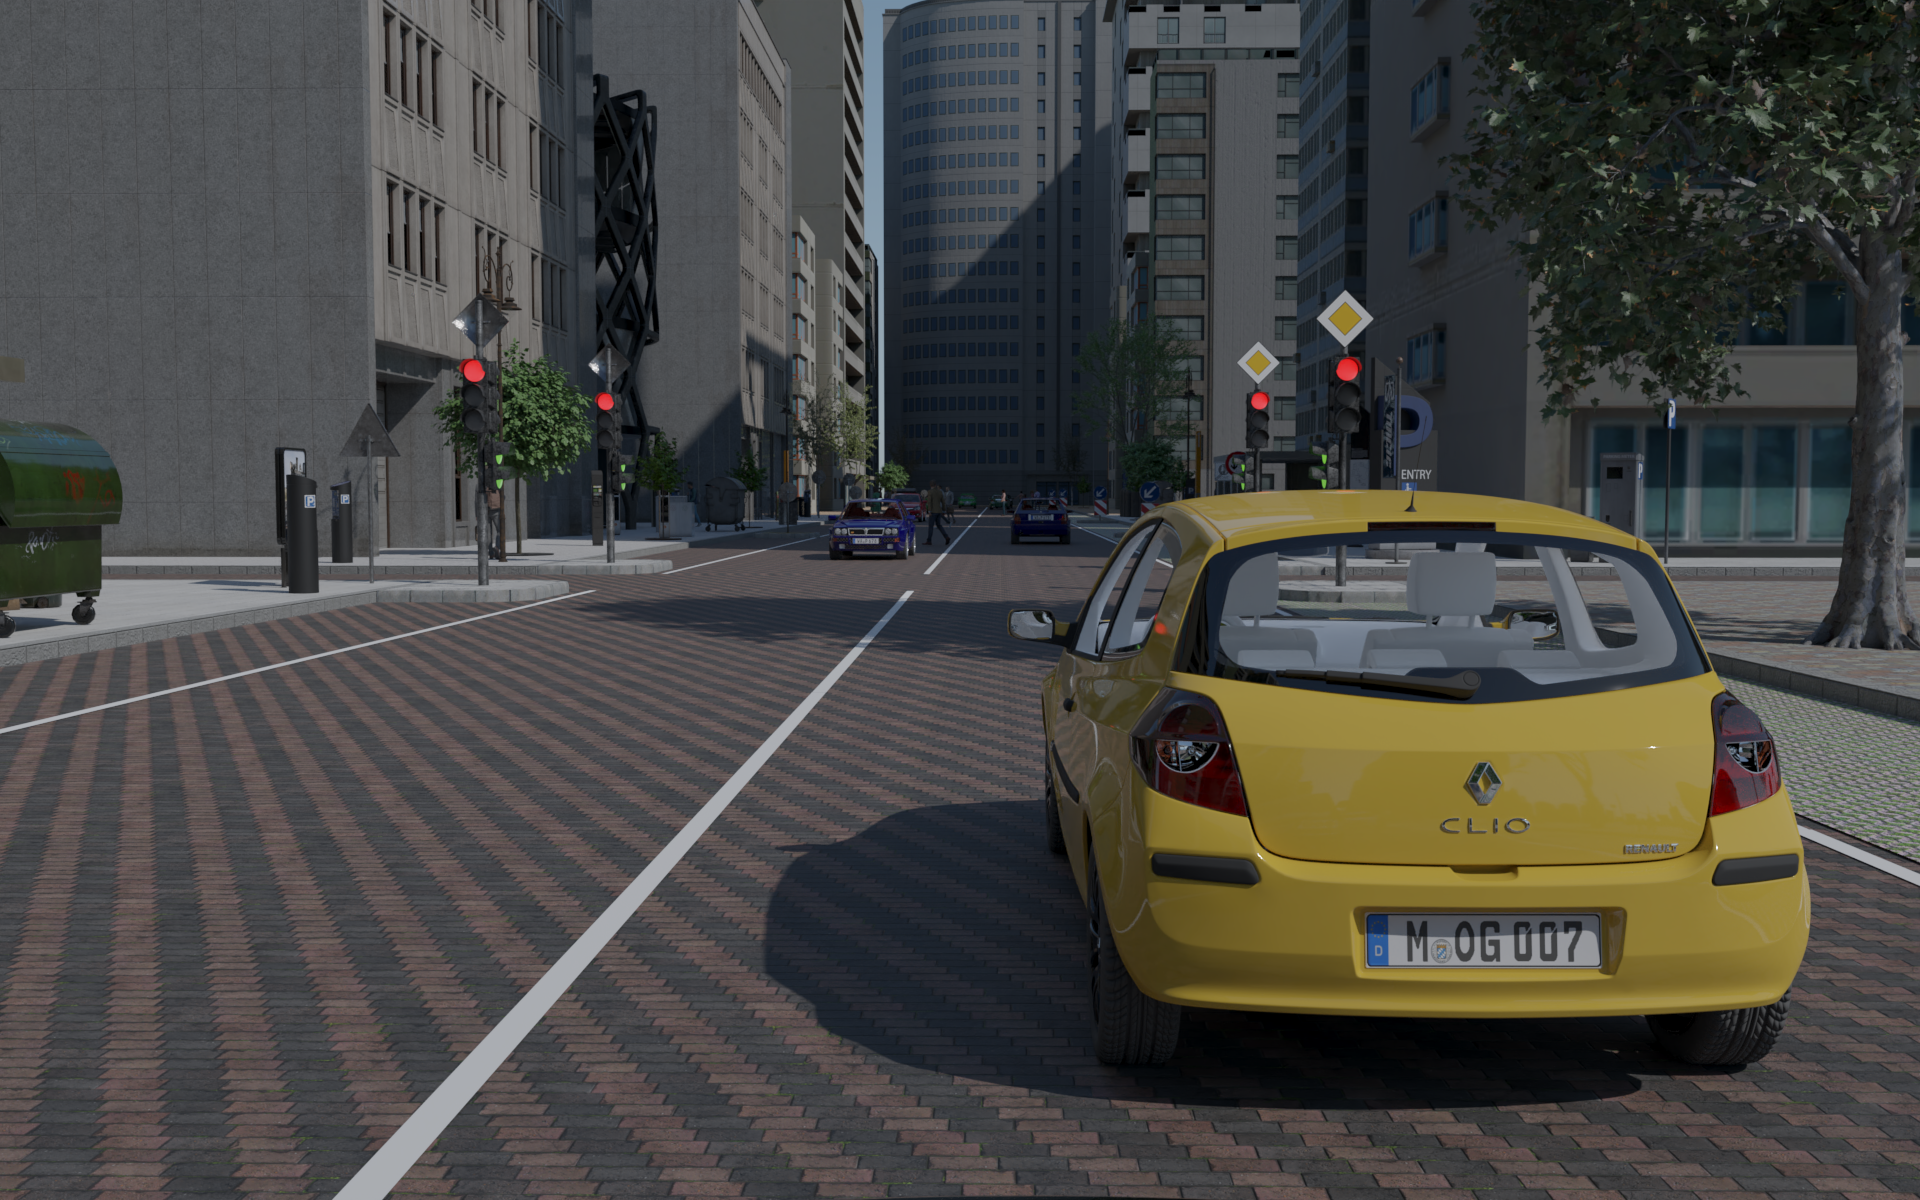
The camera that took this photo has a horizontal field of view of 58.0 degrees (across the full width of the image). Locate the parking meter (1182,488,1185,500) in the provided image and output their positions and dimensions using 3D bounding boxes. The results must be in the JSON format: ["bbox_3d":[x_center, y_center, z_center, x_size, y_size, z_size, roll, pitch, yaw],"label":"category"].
[{"bbox_3d":[8.796,-3.596,67.199,0.372,1.533,0.369,0,3,0],"label":"parking meter"}]

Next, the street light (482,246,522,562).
[{"bbox_3d":[-8.624,-3.652,32.505,0.468,5.910,1.993,0,4,1],"label":"street light"}]

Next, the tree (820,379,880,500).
[{"bbox_3d":[-6.895,-9.777,110.223,4.737,8.622,4.395,0,3,0],"label":"tree"}]

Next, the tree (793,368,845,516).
[{"bbox_3d":[-8.418,-9.147,99.920,4.360,8.622,3.978,0,3,0],"label":"tree"}]

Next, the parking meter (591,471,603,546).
[{"bbox_3d":[-8.976,-2.273,42.870,0.255,1.863,0.399,-1,4,-15],"label":"parking meter"}]

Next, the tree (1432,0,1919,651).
[{"bbox_3d":[7.798,-5.959,14.446,9.611,12.733,9.660,0,3,0],"label":"tree"}]

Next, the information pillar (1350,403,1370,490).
[{"bbox_3d":[9.617,-3.079,41.700,0.504,3.616,0.183,3,4,38],"label":"information pillar"}]

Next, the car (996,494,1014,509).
[{"bbox_3d":[4.407,-9.954,172.529,2.009,1.686,4.222,0,4,1],"label":"car"}]

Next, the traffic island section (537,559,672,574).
[{"bbox_3d":[-6.539,-0.616,32.348,2.009,0.180,2.903,0,4,1],"label":"traffic island section"}]

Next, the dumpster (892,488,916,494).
[{"bbox_3d":[-4.128,-7.336,128.160,1.865,1.857,1.264,0,4,1],"label":"dumpster"}]

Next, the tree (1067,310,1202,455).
[{"bbox_3d":[9.976,-10.602,99.104,9.928,11.665,9.643,0,3,0],"label":"tree"}]

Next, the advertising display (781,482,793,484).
[{"bbox_3d":[-8.964,-5.175,89.826,0.123,1.923,0.974,2,4,26],"label":"advertising display"}]

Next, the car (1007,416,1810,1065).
[{"bbox_3d":[1.178,0.272,5.778,2.015,1.641,3.980,0,4,0],"label":"car"}]

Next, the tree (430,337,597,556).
[{"bbox_3d":[-9.316,-3.219,36.344,4.285,4.588,4.351,0,3,0],"label":"tree"}]

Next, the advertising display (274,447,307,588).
[{"bbox_3d":[-9.292,-1.155,24.099,0.123,1.923,0.974,0,4,-3],"label":"advertising display"}]

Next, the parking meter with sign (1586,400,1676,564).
[{"bbox_3d":[12.292,-2.198,32.199,1.738,3.016,0.543,2,4,35],"label":"parking meter with sign"}]

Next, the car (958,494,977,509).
[{"bbox_3d":[0.739,-9.956,171.573,1.959,1.807,4.718,0,4,1],"label":"car"}]

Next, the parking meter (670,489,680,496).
[{"bbox_3d":[-10.386,-3.341,63.031,0.372,1.533,0.369,0,3,0],"label":"parking meter"}]

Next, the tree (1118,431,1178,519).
[{"bbox_3d":[9.883,-6.525,90.392,4.285,4.588,4.351,0,3,0],"label":"tree"}]

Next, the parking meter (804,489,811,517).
[{"bbox_3d":[-8.406,-5.326,95.485,0.372,1.533,0.369,0,3,0],"label":"parking meter"}]

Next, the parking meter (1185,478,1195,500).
[{"bbox_3d":[8.002,-3.324,60.056,0.399,1.863,0.255,1,4,13],"label":"parking meter"}]

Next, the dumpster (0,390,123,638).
[{"bbox_3d":[-9.002,-0.833,16.115,1.502,2.255,1.985,0,4,1],"label":"dumpster"}]

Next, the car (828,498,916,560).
[{"bbox_3d":[-1.948,-1.619,39.050,1.945,1.354,3.894,0,4,2],"label":"car"}]

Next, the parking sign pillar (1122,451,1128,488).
[{"bbox_3d":[10.567,-7.178,105.825,1.447,3.967,1.447,2,4,30],"label":"parking sign pillar"}]

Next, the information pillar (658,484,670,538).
[{"bbox_3d":[-8.548,-2.786,50.036,0.304,2.012,0.304,-1,4,-13],"label":"information pillar"}]

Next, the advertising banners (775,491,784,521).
[{"bbox_3d":[-8.562,-5.314,83.078,0.090,3.025,2.074,1,4,10],"label":"advertising banners"}]

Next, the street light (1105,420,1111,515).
[{"bbox_3d":[9.123,-8.190,106.689,0.468,5.910,1.993,0,4,1],"label":"street light"}]

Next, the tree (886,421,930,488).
[{"bbox_3d":[-5.439,-13.647,173.486,4.360,8.622,3.978,0,3,0],"label":"tree"}]

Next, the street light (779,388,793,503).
[{"bbox_3d":[-7.595,-6.314,76.022,0.468,5.910,1.993,0,4,1],"label":"street light"}]

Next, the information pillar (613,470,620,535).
[{"bbox_3d":[-10.778,-3.022,53.900,0.304,2.012,0.304,-2,4,-33],"label":"information pillar"}]

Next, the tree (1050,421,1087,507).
[{"bbox_3d":[11.186,-13.671,173.877,4.360,8.622,3.978,0,3,0],"label":"tree"}]

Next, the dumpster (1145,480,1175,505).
[{"bbox_3d":[8.587,-4.208,74.562,1.264,1.857,1.865,0,4,1],"label":"dumpster"}]

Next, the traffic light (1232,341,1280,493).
[{"bbox_3d":[5.459,-2.632,31.957,0.839,4.253,0.868,0,4,1],"label":"traffic light"}]

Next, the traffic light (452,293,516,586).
[{"bbox_3d":[-6.681,-2.160,24.229,0.839,4.253,0.868,0,4,1],"label":"traffic light"}]

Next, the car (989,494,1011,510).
[{"bbox_3d":[3.682,-9.070,160.098,2.131,1.459,4.920,0,4,3],"label":"car"}]

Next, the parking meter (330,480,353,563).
[{"bbox_3d":[-11.507,-1.457,32.228,0.372,1.533,0.369,0,3,0],"label":"parking meter"}]

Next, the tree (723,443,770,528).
[{"bbox_3d":[-7.873,-4.315,65.145,1.663,3.219,1.824,0,3,0],"label":"tree"}]

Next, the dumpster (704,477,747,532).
[{"bbox_3d":[-8.088,-3.297,59.670,1.264,1.857,1.865,0,4,1],"label":"dumpster"}]

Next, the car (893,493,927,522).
[{"bbox_3d":[-2.729,-4.923,89.523,2.155,1.783,4.494,0,4,3],"label":"car"}]

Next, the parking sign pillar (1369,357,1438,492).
[{"bbox_3d":[8.788,-2.803,34.309,1.447,3.967,1.447,-1,4,-19],"label":"parking sign pillar"}]

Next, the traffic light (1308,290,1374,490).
[{"bbox_3d":[5.277,-2.144,23.974,0.839,4.253,0.868,0,4,1],"label":"traffic light"}]

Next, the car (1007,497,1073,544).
[{"bbox_3d":[2.344,-2.337,50.785,1.945,1.354,3.894,0,4,2],"label":"car"}]

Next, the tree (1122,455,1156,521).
[{"bbox_3d":[8.863,-5.483,84.248,1.663,3.219,1.824,0,3,0],"label":"tree"}]

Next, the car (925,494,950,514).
[{"bbox_3d":[-1.563,-7.299,128.130,1.959,1.807,4.718,0,4,1],"label":"car"}]

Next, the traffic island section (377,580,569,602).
[{"bbox_3d":[-6.721,-0.127,24.365,2.009,0.180,2.903,0,4,1],"label":"traffic island section"}]

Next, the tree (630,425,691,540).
[{"bbox_3d":[-8.210,-3.293,48.447,1.663,3.219,1.824,0,3,0],"label":"tree"}]

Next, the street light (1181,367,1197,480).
[{"bbox_3d":[8.335,-5.529,63.189,0.468,5.910,1.993,0,4,1],"label":"street light"}]

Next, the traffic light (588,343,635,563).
[{"bbox_3d":[-6.499,-2.648,32.212,0.839,4.253,0.868,0,4,1],"label":"traffic light"}]

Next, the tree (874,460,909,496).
[{"bbox_3d":[-6.482,-11.088,164.995,4.285,4.588,4.351,0,3,0],"label":"tree"}]

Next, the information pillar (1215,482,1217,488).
[{"bbox_3d":[15.157,-5.948,101.745,0.304,2.012,0.304,2,4,30],"label":"information pillar"}]

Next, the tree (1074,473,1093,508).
[{"bbox_3d":[11.273,-9.975,157.697,1.663,3.219,1.824,0,3,0],"label":"tree"}]

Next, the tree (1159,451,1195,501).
[{"bbox_3d":[9.716,-5.009,76.491,1.663,3.219,1.824,0,3,0],"label":"tree"}]
